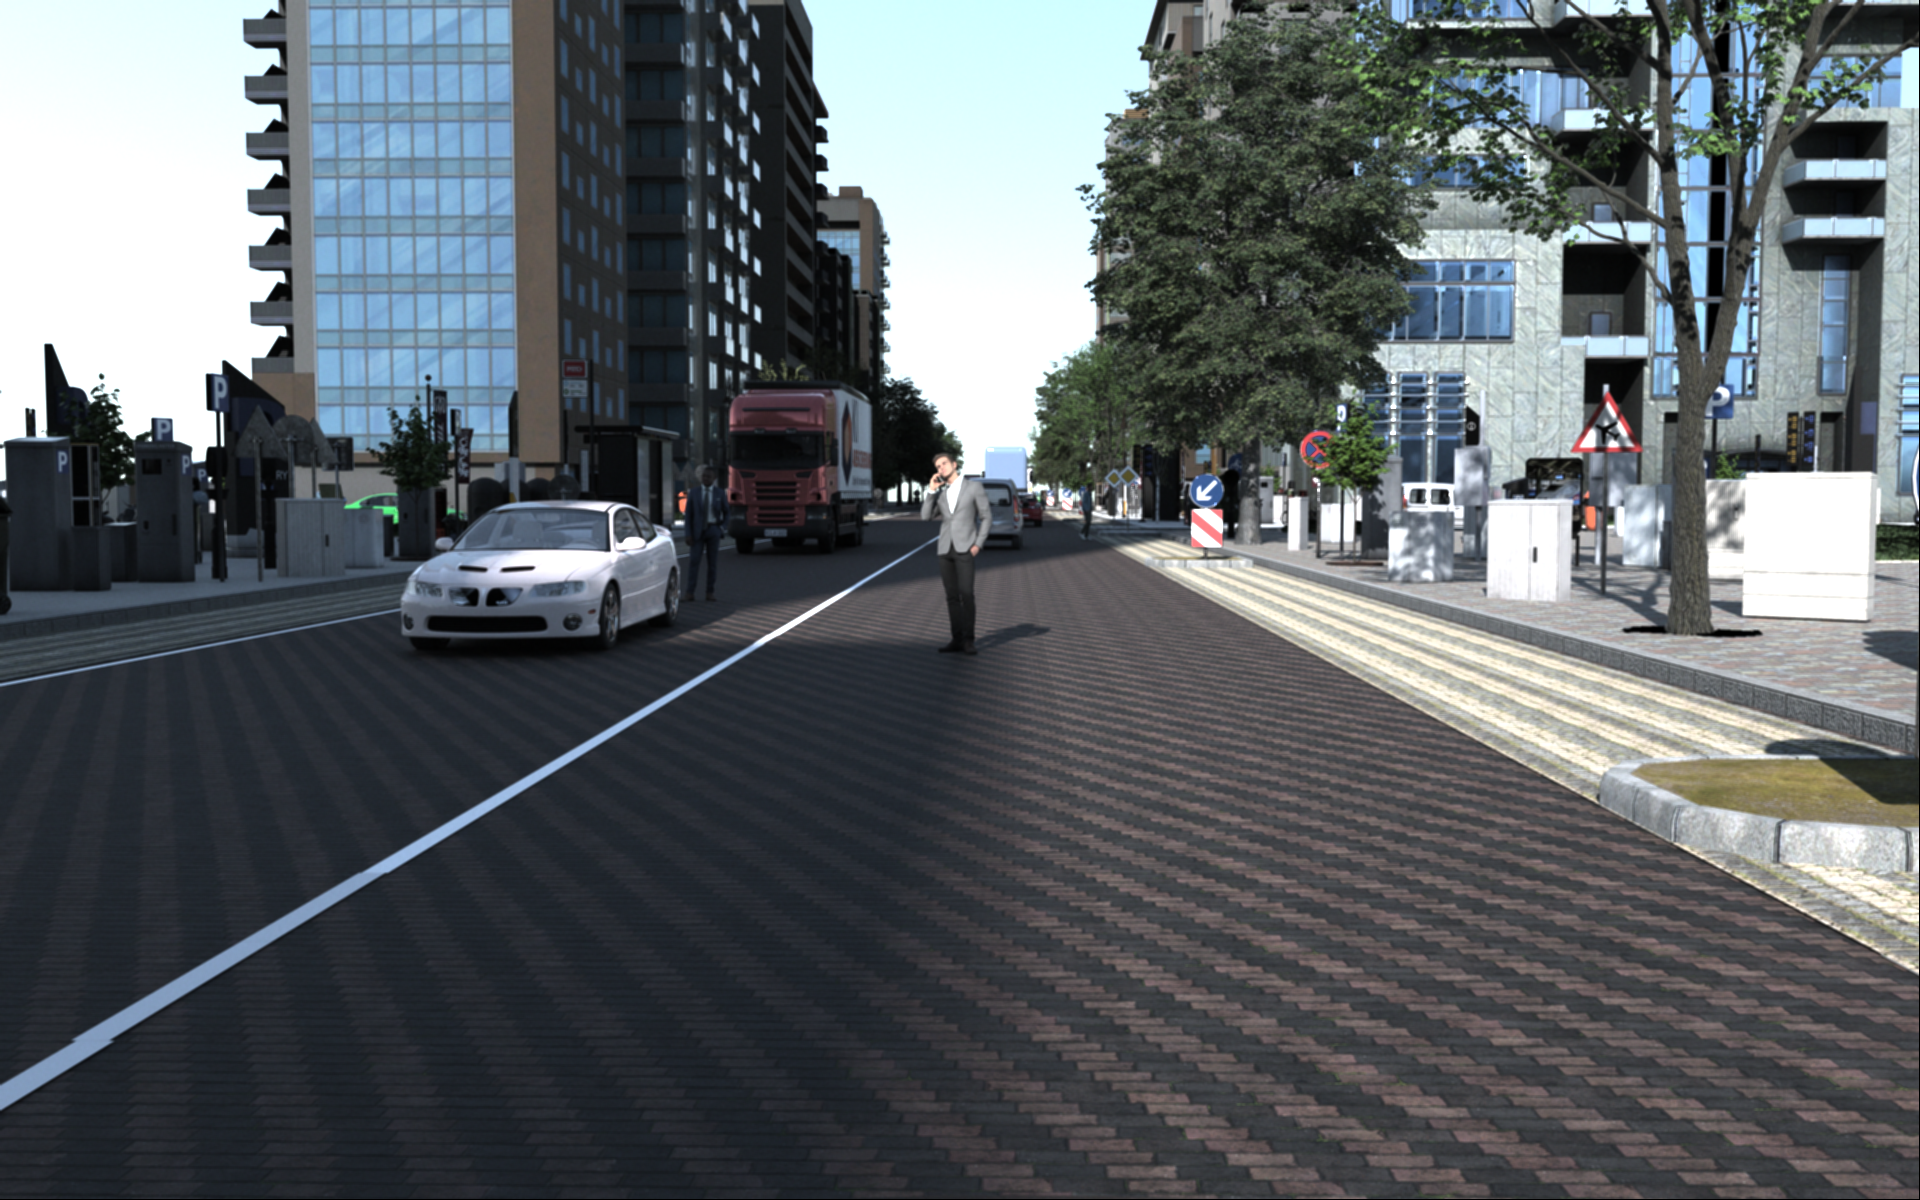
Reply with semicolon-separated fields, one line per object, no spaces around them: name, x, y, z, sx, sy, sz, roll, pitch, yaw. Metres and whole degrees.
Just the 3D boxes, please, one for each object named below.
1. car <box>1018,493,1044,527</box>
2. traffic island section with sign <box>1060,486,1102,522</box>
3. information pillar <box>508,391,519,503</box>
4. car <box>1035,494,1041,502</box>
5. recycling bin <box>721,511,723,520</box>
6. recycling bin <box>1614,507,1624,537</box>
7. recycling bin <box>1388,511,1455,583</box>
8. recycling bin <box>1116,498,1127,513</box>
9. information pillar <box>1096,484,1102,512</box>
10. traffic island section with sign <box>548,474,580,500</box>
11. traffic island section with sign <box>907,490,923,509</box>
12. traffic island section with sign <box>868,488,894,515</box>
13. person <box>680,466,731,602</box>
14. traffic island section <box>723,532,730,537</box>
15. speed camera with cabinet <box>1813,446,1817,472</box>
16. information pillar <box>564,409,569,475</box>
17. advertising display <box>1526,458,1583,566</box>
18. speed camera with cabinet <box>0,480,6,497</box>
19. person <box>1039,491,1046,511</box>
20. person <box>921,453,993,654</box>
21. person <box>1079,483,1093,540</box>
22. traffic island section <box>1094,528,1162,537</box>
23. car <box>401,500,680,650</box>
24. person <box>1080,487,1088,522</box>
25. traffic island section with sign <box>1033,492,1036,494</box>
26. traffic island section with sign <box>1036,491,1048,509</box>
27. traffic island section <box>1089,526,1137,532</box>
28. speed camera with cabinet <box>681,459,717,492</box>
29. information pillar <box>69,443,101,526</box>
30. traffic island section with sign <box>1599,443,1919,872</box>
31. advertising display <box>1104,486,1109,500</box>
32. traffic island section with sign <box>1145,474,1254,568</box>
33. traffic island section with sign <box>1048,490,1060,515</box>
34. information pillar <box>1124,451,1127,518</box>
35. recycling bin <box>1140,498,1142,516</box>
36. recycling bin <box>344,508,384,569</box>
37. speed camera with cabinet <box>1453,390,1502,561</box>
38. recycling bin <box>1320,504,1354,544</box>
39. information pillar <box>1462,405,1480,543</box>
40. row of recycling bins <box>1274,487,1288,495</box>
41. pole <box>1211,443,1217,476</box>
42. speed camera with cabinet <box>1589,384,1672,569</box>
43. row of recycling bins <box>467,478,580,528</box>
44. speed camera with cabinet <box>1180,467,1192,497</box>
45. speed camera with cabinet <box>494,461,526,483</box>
car;2.717;-4.176;77.325;2.155;1.783;4.494;0;3;0
traffic island section with sign;6.292;-4.928;89.204;1.989;1.847;2.006;0;4;2
information pillar;-10.066;-2.921;39.119;0.183;3.616;0.504;0;4;2
car;10.853;-14.171;240.484;1.959;1.807;4.718;0;4;3
recycling bin;-10.019;-3.669;72.543;0.722;1.027;0.722;2;4;29
recycling bin;19.943;-2.392;51.669;0.722;1.027;0.722;1;4;12
recycling bin;6.760;-0.785;25.383;0.722;1.027;0.722;3;5;41
recycling bin;11.081;-6.475;118.414;0.722;1.027;0.722;-1;4;-10
information pillar;9.732;-7.160;121.561;0.304;2.012;0.304;-2;4;-27
traffic island section with sign;-7.932;-1.571;34.322;1.989;1.847;2.006;0;4;2
traffic island section with sign;-4.072;-9.649;166.384;1.989;1.847;2.006;0;4;2
traffic island section with sign;-5.510;-6.639;117.175;1.989;1.847;2.006;0;4;2
person;-3.436;-0.893;23.278;0.721;1.800;0.419;-1;4;-16
traffic island section;-7.187;-2.274;59.463;2.009;0.180;2.903;0;4;2
speed camera with cabinet;35.230;-4.651;70.376;0.660;3.252;2.038;0;4;3
information pillar;-10.956;-3.478;48.224;0.183;3.616;0.504;-1;4;-9
advertising display;10.627;-1.578;31.017;0.974;1.923;0.123;1;4;21
speed camera with cabinet;-64.129;-7.499;116.937;0.660;3.252;2.038;0;4;3
person;7.105;-8.518;148.493;0.721;1.735;1.217;-2;4;-24
person;-0.028;-0.427;15.664;0.592;1.802;0.473;3;5;43
person;3.953;-2.759;53.951;0.444;1.785;0.601;2;4;34
traffic island section;5.748;-2.251;59.082;2.009;0.180;2.903;0;4;2
car;-4.069;-0.312;17.456;2.083;1.381;4.827;0;4;2
person;6.354;-4.812;87.269;0.391;1.810;0.635;2;4;34
traffic island section with sign;9.332;-11.280;193.047;1.989;1.847;2.006;0;4;2
traffic island section with sign;8.537;-9.632;166.104;1.989;1.847;2.006;0;4;2
traffic island section;5.981;-2.739;67.063;2.009;0.180;2.903;0;4;2
speed camera with cabinet;-14.606;-6.272;96.888;2.038;3.252;0.660;1;4;21
information pillar;-12.710;-1.266;25.184;0.304;2.012;0.304;0;4;-4
traffic island section with sign;3.919;0.072;7.453;1.989;1.847;2.006;0;4;2
advertising display;12.168;-8.366;141.994;0.123;1.923;0.974;-2;4;-34
traffic island section with sign;4.703;-1.576;34.397;1.989;1.847;2.006;0;4;2
traffic island section with sign;7.111;-6.623;116.907;1.989;1.847;2.006;0;4;2
information pillar;9.032;-6.332;94.874;0.183;3.616;0.504;0;4;1
recycling bin;11.064;-5.475;102.069;0.722;1.027;0.722;-2;4;-25
recycling bin;-10.477;-1.077;30.162;0.722;1.027;0.722;0;4;-6
speed camera with cabinet;10.115;-2.415;33.825;0.660;3.252;2.038;2;4;27
recycling bin;9.831;-1.997;45.201;0.722;1.027;0.722;-1;4;-22
information pillar;13.502;-3.314;45.547;0.504;3.616;0.183;0;4;3
row of recycling bins;19.022;-6.018;105.501;3.534;1.692;1.069;-1;4;-21
pole;9.897;-4.507;67.529;0.158;3.312;0.155;0;3;0
speed camera with cabinet;11.981;-2.223;30.676;0.660;3.252;2.038;-1;4;-13
row of recycling bins;-11.121;-2.279;44.380;1.069;1.692;3.534;2;4;30
speed camera with cabinet;15.661;-7.952;124.347;2.038;3.252;0.660;-2;4;-31
speed camera with cabinet;-12.093;-3.336;48.877;0.660;3.252;2.038;3;5;44
